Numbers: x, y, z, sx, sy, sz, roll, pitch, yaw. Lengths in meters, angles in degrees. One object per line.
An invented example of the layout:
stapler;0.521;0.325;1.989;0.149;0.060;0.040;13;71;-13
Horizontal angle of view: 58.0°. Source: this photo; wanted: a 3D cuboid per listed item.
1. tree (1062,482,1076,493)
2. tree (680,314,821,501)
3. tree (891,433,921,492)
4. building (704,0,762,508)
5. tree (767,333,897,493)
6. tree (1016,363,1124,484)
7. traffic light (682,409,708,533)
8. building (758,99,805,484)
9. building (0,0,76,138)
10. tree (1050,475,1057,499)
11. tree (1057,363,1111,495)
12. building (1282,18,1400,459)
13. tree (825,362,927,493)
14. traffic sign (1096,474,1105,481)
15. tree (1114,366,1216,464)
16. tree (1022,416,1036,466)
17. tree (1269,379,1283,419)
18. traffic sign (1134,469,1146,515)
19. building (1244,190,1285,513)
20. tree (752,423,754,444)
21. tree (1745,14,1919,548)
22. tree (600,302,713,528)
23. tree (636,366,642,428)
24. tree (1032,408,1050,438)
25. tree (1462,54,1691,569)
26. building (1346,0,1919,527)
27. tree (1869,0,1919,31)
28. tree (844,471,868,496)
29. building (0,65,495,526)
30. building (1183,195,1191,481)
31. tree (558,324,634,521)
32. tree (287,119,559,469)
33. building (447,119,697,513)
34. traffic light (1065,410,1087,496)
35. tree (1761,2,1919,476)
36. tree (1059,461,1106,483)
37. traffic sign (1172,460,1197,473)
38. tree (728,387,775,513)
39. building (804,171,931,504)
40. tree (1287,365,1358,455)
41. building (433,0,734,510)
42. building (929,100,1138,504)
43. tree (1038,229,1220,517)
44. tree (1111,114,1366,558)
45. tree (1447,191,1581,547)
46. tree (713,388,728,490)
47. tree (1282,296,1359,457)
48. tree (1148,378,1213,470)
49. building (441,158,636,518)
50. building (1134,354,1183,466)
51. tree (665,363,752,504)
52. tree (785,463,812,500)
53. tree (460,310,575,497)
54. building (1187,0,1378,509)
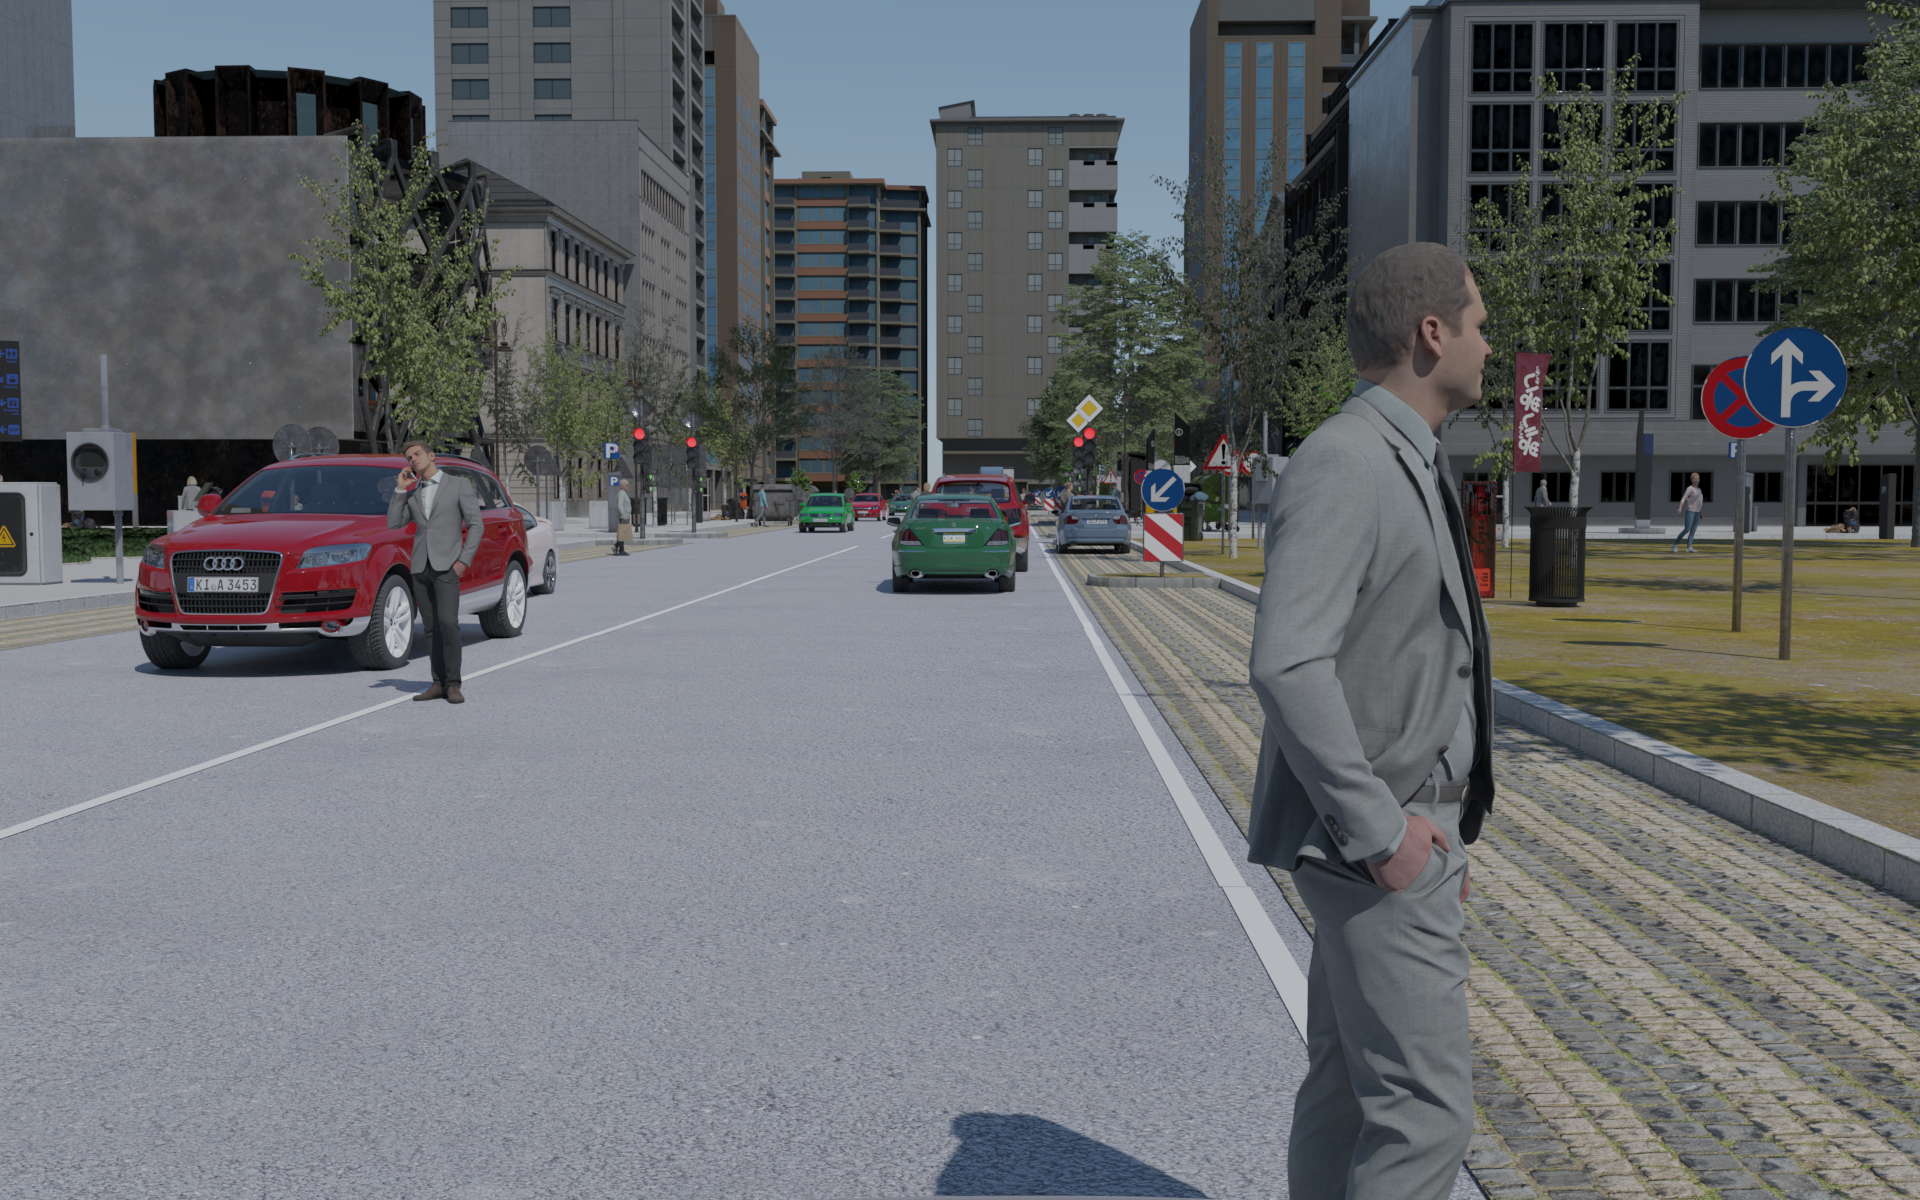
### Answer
tree;8.401;-8.156;127.957;1.663;3.219;1.824;0;3;0
tree;-11.114;-9.554;90.627;8.767;10.594;7.601;1;4;19
tree;-6.784;-15.520;204.120;4.737;8.622;4.395;0;3;0
building;-26.369;-31.219;160.548;14.600;45.320;14.200;0;4;2
tree;-9.442;-13.493;130.984;12.009;13.543;11.850;0;3;0
tree;9.462;-14.144;148.263;9.611;12.733;9.660;0;3;0
traffic light;-8.793;-4.180;57.259;0.839;4.253;0.868;0;4;2
building;-32.896;-32.558;186.955;28.867;44.769;22.147;0;4;2
building;-51.033;-15.704;74.778;19.932;24.808;12.078;0;4;2
tree;10.451;-14.808;192.473;4.360;8.622;3.978;0;3;0
tree;7.235;-8.620;91.299;4.360;8.622;3.978;0;3;0
building;24.030;-15.861;89.001;12.332;23.373;15.834;0;4;2
tree;-8.160;-15.998;168.217;9.857;13.997;8.962;0;3;0
traffic sign;9.081;-6.826;111.708;0.768;2.556;0.104;0;4;7
tree;13.641;-11.036;114.845;7.601;10.594;8.767;0;4;4
tree;11.049;-17.569;205.372;7.486;12.596;7.792;0;3;0
tree;14.717;-7.294;69.627;4.737;8.622;4.395;0;3;0
traffic sign;9.191;-5.353;87.621;0.768;2.556;0.104;0;4;8
building;26.469;-18.046;114.130;14.460;24.649;34.723;0;4;2
tree;-14.784;-9.692;108.833;4.737;8.622;4.395;0;3;0
tree;22.698;-7.530;41.249;7.486;12.596;7.792;0;3;0
tree;-11.621;-7.067;65.912;4.360;8.622;3.978;0;3;0
tree;-18.481;-8.647;91.742;4.737;8.622;4.395;0;3;0
tree;10.269;-14.605;164.539;9.928;11.665;9.643;0;3;0
tree;10.487;-4.853;29.714;4.737;8.622;4.395;0;3;0
building;32.621;-15.515;72.740;30.058;24.678;14.314;0;4;2
tree;22.129;-10.591;29.047;12.611;20.169;13.585;0;3;0
tree;-8.789;-9.088;143.187;1.663;3.219;1.824;0;3;0
building;-29.718;-12.787;76.522;16.820;18.784;16.811;0;4;2
building;28.116;-24.071;165.256;14.160;30.474;14.107;0;4;2
tree;-16.774;-7.542;73.667;4.737;8.622;4.395;0;3;0
tree;-11.264;-5.179;35.039;4.737;8.622;4.395;0;3;0
building;-25.993;-18.451;119.700;12.078;24.808;19.932;0;4;2
traffic light;3.863;-4.157;56.895;0.839;4.253;0.868;0;4;2
tree;11.865;-4.308;20.792;4.737;8.622;4.395;0;3;0
tree;8.898;-8.600;124.316;4.285;4.588;4.351;0;3;0
traffic sign;7.486;-3.542;57.638;0.795;2.593;0.064;0;4;4
tree;-14.377;-10.129;115.977;4.360;8.622;3.978;0;3;0
building;-18.678;-35.659;237.650;28.867;44.769;22.147;0;4;2
tree;5.873;-1.931;26.176;1.663;3.219;1.824;0;3;0
building;-29.779;-43.072;142.480;20.563;71.187;20.611;0;4;2
building;10.212;-39.805;240.051;27.495;52.752;28.713;0;4;2
tree;7.557;-9.581;74.774;7.486;12.596;7.792;0;3;0
tree;5.701;-5.138;34.365;4.360;8.622;3.978;0;3;0
tree;12.870;-5.567;41.388;4.360;8.622;3.978;0;3;0
tree;-16.244;-9.377;103.676;4.360;8.622;3.978;0;3;0
tree;14.403;-6.836;62.130;4.737;8.622;4.395;0;3;0
tree;13.793;-9.665;108.385;4.737;8.622;4.395;0;3;0
building;-25.966;-14.396;100.009;10.561;19.102;19.286;0;4;2
building;39.239;-24.117;239.353;28.899;21.520;27.650;0;4;2
tree;-14.940;-9.043;98.219;4.737;8.622;4.395;0;3;0
tree;-9.854;-6.758;105.092;1.663;3.219;1.824;0;3;0
tree;-17.855;-7.260;69.062;4.360;8.622;3.978;0;3;0
building;27.483;-30.616;150.688;14.600;45.320;14.200;0;4;2
